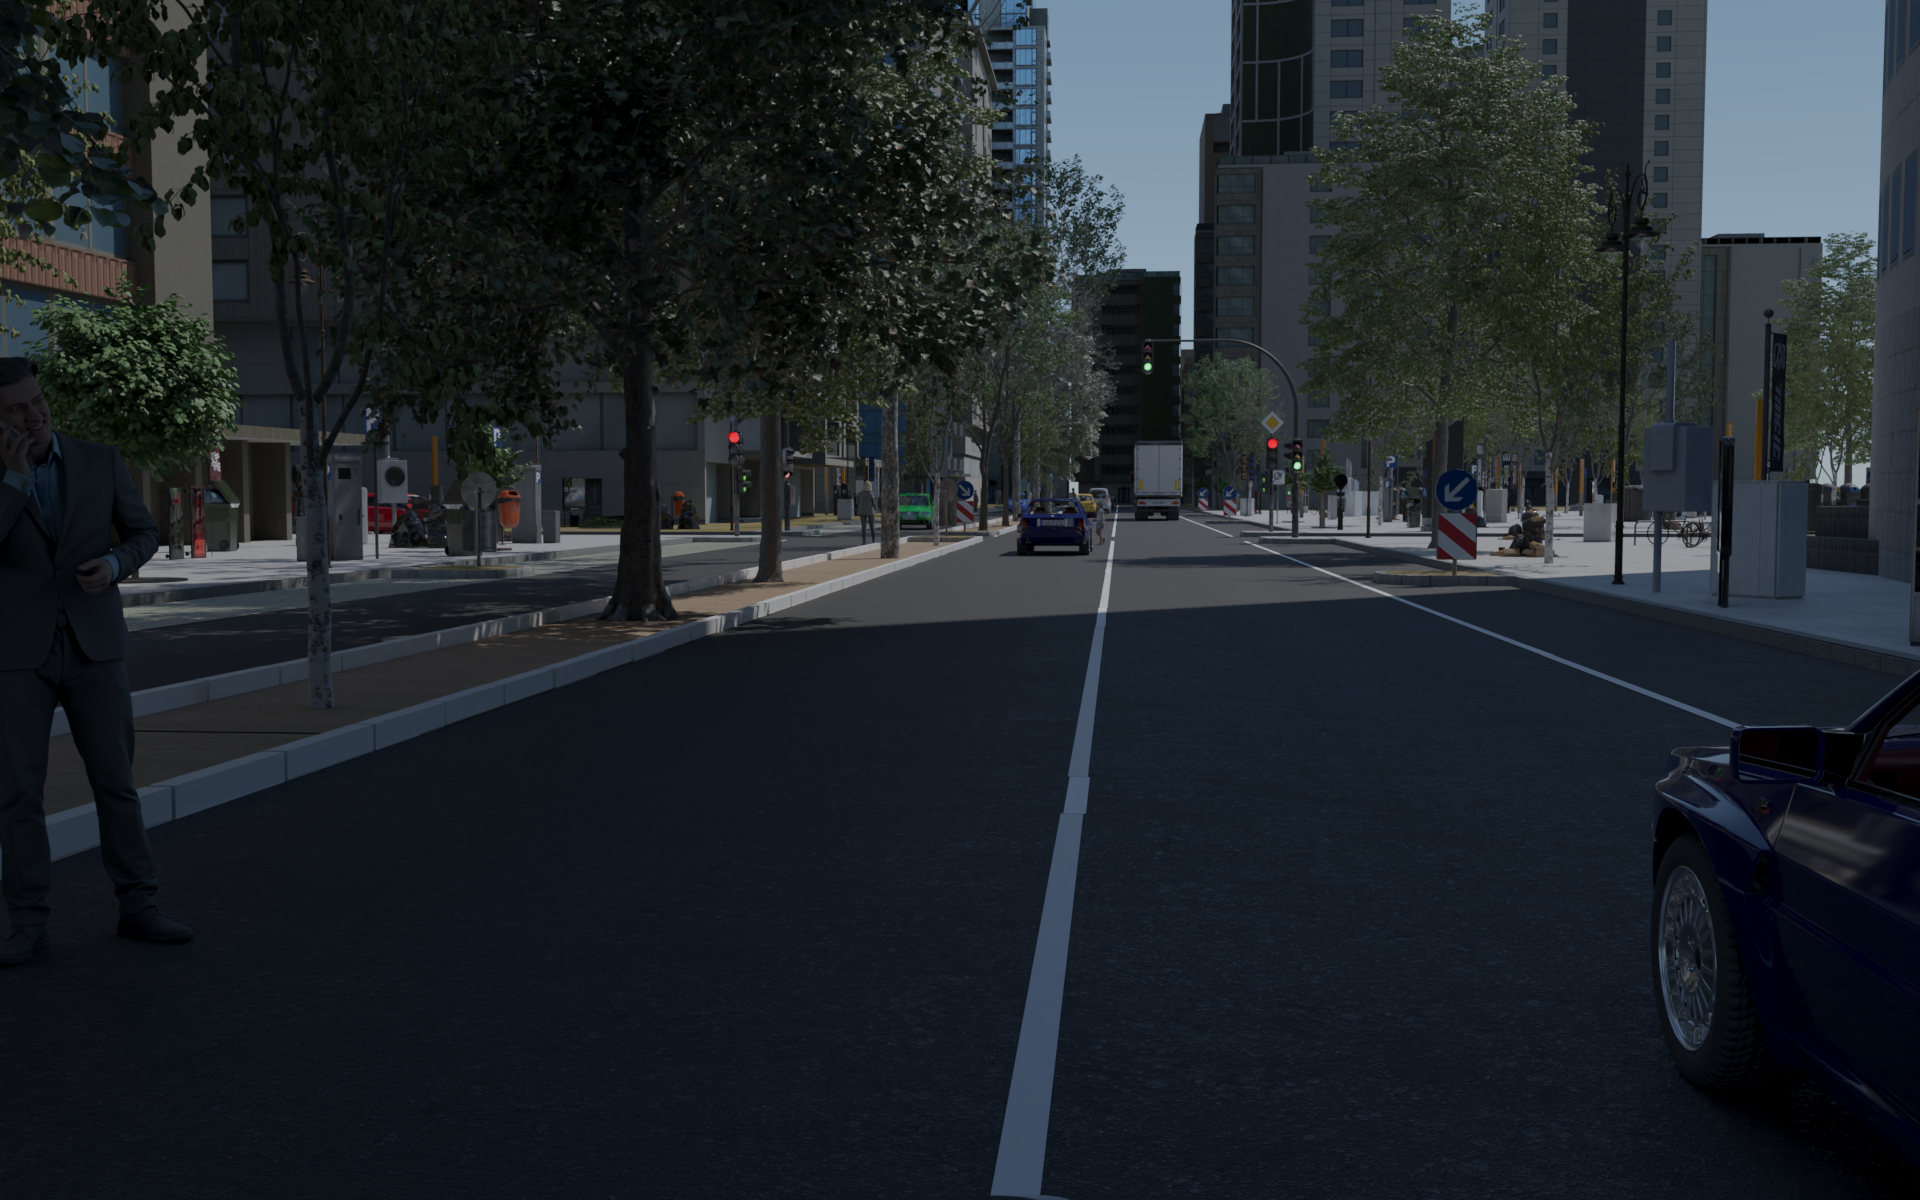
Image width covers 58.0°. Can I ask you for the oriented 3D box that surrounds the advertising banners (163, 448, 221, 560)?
[{"bbox_3d":[-15.216,-2.342,34.483,0.090,3.025,2.074,0,4,8],"label":"advertising banners"}]

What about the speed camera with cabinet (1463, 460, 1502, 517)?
[{"bbox_3d":[29.460,-6.316,97.605,2.038,3.252,0.660,2,4,26],"label":"speed camera with cabinet"}]

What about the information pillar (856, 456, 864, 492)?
[{"bbox_3d":[-6.099,-6.955,105.062,0.504,3.616,0.183,0,4,-1],"label":"information pillar"}]

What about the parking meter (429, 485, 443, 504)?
[{"bbox_3d":[-15.215,-2.565,50.344,0.372,1.533,0.369,0,3,0],"label":"parking meter"}]

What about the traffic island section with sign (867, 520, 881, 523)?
[{"bbox_3d":[-3.450,-4.662,84.850,1.989,1.847,2.006,0,4,5],"label":"traffic island section with sign"}]

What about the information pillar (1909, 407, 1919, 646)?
[{"bbox_3d":[8.227,-0.616,14.558,0.304,2.012,0.304,-3,5,-39],"label":"information pillar"}]

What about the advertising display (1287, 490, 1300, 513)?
[{"bbox_3d":[22.063,-6.687,114.546,0.974,1.923,0.123,-1,4,-10],"label":"advertising display"}]

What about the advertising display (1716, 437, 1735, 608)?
[{"bbox_3d":[8.776,-0.897,19.876,0.123,1.923,0.974,1,4,21],"label":"advertising display"}]

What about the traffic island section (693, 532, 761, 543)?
[{"bbox_3d":[-6.768,-1.842,52.401,2.009,0.180,2.903,0,4,5],"label":"traffic island section"}]

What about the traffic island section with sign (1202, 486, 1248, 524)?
[{"bbox_3d":[12.883,-4.589,83.662,1.989,1.847,2.006,0,4,5],"label":"traffic island section with sign"}]

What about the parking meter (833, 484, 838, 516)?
[{"bbox_3d":[-7.338,-5.969,103.304,0.399,1.863,0.255,1,4,15],"label":"parking meter"}]

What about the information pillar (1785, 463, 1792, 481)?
[{"bbox_3d":[61.884,-8.443,129.393,0.504,3.616,0.183,-1,4,-11],"label":"information pillar"}]

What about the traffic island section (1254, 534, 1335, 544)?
[{"bbox_3d":[9.853,-1.749,50.872,2.009,0.180,2.903,0,4,5],"label":"traffic island section"}]

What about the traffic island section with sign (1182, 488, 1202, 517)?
[{"bbox_3d":[15.361,-6.231,110.503,1.989,1.847,2.006,0,4,5],"label":"traffic island section with sign"}]

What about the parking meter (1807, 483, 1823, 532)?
[{"bbox_3d":[19.570,-1.915,39.722,0.372,1.533,0.369,0,3,0],"label":"parking meter"}]

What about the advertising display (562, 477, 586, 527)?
[{"bbox_3d":[-14.988,-3.797,67.289,0.974,1.923,0.123,-3,5,-43],"label":"advertising display"}]

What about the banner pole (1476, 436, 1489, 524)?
[{"bbox_3d":[22.507,-5.181,74.734,0.863,3.779,0.401,-3,4,-37],"label":"banner pole"}]

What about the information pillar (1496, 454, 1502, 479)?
[{"bbox_3d":[31.610,-6.745,101.629,0.504,3.616,0.183,-2,4,-30],"label":"information pillar"}]

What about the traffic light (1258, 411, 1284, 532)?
[{"bbox_3d":[10.546,-4.269,58.713,0.839,4.253,0.868,0,4,5],"label":"traffic light"}]

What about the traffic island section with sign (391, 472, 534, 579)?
[{"bbox_3d":[-8.507,-1.307,29.995,1.989,1.847,2.006,0,4,5],"label":"traffic island section with sign"}]

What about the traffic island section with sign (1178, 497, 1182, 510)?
[{"bbox_3d":[19.929,-9.267,160.150,1.989,1.847,2.006,0,4,5],"label":"traffic island section with sign"}]

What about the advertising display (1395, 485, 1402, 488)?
[{"bbox_3d":[32.915,-7.657,130.401,0.123,1.923,0.974,-1,4,-20],"label":"advertising display"}]

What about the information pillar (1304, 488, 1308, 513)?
[{"bbox_3d":[23.662,-6.987,118.724,0.304,2.012,0.304,-2,4,-35],"label":"information pillar"}]

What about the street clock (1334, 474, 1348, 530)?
[{"bbox_3d":[13.541,-3.490,61.624,0.471,2.002,0.358,0,4,6],"label":"street clock"}]

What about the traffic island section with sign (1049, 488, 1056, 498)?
[{"bbox_3d":[7.098,-7.714,134.258,2.006,1.907,1.989,0,4,5],"label":"traffic island section with sign"}]

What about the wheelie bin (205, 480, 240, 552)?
[{"bbox_3d":[-16.536,-1.882,38.685,0.693,1.594,0.980,0,4,-4],"label":"wheelie bin"}]

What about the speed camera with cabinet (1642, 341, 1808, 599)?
[{"bbox_3d":[9.678,-1.688,21.942,0.660,3.252,2.038,-2,4,-28],"label":"speed camera with cabinet"}]

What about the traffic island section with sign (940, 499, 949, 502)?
[{"bbox_3d":[-0.979,-6.304,111.692,1.989,1.847,2.006,0,4,5],"label":"traffic island section with sign"}]

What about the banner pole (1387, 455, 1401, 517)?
[{"bbox_3d":[24.693,-6.646,98.680,0.863,3.779,0.401,0,4,-1],"label":"banner pole"}]

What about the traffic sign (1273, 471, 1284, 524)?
[{"bbox_3d":[13.665,-4.430,74.556,0.606,2.300,0.079,1,4,15],"label":"traffic sign"}]

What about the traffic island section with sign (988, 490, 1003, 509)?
[{"bbox_3d":[3.627,-9.359,161.655,1.989,1.847,2.006,0,4,5],"label":"traffic island section with sign"}]

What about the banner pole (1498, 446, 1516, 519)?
[{"bbox_3d":[28.005,-6.073,89.308,0.863,3.779,0.401,3,4,38],"label":"banner pole"}]

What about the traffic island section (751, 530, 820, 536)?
[{"bbox_3d":[-6.036,-2.329,60.353,2.009,0.180,2.903,0,4,5],"label":"traffic island section"}]

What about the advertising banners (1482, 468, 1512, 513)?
[{"bbox_3d":[35.517,-7.255,114.805,2.074,3.025,0.090,0,4,1],"label":"advertising banners"}]

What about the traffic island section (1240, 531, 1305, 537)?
[{"bbox_3d":[10.585,-2.235,58.824,2.009,0.180,2.903,0,4,5],"label":"traffic island section"}]

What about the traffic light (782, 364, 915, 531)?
[{"bbox_3d":[-3.906,-5.223,60.058,4.771,5.953,1.251,0,4,5],"label":"traffic light"}]

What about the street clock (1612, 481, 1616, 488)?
[{"bbox_3d":[35.623,-5.463,93.888,0.358,2.002,0.471,-3,5,-39],"label":"street clock"}]

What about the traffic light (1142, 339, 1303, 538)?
[{"bbox_3d":[7.723,-4.657,50.812,4.771,5.953,1.251,0,4,5],"label":"traffic light"}]

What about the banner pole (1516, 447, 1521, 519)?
[{"bbox_3d":[29.129,-6.156,90.665,0.401,3.779,0.863,-1,4,-21],"label":"banner pole"}]

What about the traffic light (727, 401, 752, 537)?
[{"bbox_3d":[-6.729,-3.874,52.263,0.839,4.253,0.868,0,4,5],"label":"traffic light"}]

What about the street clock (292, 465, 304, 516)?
[{"bbox_3d":[-16.282,-2.332,42.703,0.358,2.002,0.471,-3,4,-37],"label":"street clock"}]

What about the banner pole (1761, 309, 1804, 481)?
[{"bbox_3d":[11.088,-2.057,23.650,0.863,3.779,0.401,-3,5,-43],"label":"banner pole"}]

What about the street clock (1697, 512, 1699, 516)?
[{"bbox_3d":[40.354,-5.523,94.864,0.471,2.002,0.358,0,4,8],"label":"street clock"}]

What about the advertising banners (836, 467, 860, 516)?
[{"bbox_3d":[-6.429,-6.324,99.588,0.090,3.025,2.074,3,5,41],"label":"advertising banners"}]

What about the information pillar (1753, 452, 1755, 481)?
[{"bbox_3d":[44.543,-6.445,96.727,0.504,3.616,0.183,3,5,43],"label":"information pillar"}]

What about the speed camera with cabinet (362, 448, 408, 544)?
[{"bbox_3d":[-15.211,-3.053,44.250,2.038,3.252,0.660,-3,5,-40],"label":"speed camera with cabinet"}]

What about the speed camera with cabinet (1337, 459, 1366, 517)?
[{"bbox_3d":[22.121,-6.359,98.303,0.660,3.252,2.038,3,5,40],"label":"speed camera with cabinet"}]

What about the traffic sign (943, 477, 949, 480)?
[{"bbox_3d":[-1.044,-8.111,132.719,0.768,2.556,0.104,1,4,12],"label":"traffic sign"}]

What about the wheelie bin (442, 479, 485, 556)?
[{"bbox_3d":[-10.260,-1.709,35.852,0.980,1.594,0.693,2,4,33],"label":"wheelie bin"}]

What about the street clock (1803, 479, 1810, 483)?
[{"bbox_3d":[41.179,-4.875,84.284,0.358,2.002,0.471,3,5,42],"label":"street clock"}]

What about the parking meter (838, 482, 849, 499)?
[{"bbox_3d":[-5.703,-4.907,85.939,0.399,1.863,0.255,0,4,8],"label":"parking meter"}]

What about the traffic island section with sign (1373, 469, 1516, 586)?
[{"bbox_3d":[7.754,-1.182,27.961,1.989,1.847,2.006,0,4,5],"label":"traffic island section with sign"}]

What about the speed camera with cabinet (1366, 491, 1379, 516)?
[{"bbox_3d":[24.015,-6.675,103.476,2.038,3.252,0.660,1,4,21],"label":"speed camera with cabinet"}]

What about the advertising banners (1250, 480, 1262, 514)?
[{"bbox_3d":[18.832,-6.978,110.279,0.090,3.025,2.074,-1,4,-10],"label":"advertising banners"}]

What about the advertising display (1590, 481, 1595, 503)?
[{"bbox_3d":[30.395,-4.776,83.296,0.123,1.923,0.974,2,4,25],"label":"advertising display"}]

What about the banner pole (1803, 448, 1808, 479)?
[{"bbox_3d":[45.430,-6.311,93.202,0.401,3.779,0.863,0,4,5],"label":"banner pole"}]

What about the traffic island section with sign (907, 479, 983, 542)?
[{"bbox_3d":[-0.469,-2.686,52.058,2.006,1.907,1.989,0,4,5],"label":"traffic island section with sign"}]

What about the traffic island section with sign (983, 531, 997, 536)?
[{"bbox_3d":[0.220,-3.137,59.434,2.006,1.907,1.989,0,4,5],"label":"traffic island section with sign"}]

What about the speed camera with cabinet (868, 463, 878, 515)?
[{"bbox_3d":[-5.778,-7.018,109.076,0.660,3.252,2.038,-2,4,-25],"label":"speed camera with cabinet"}]
